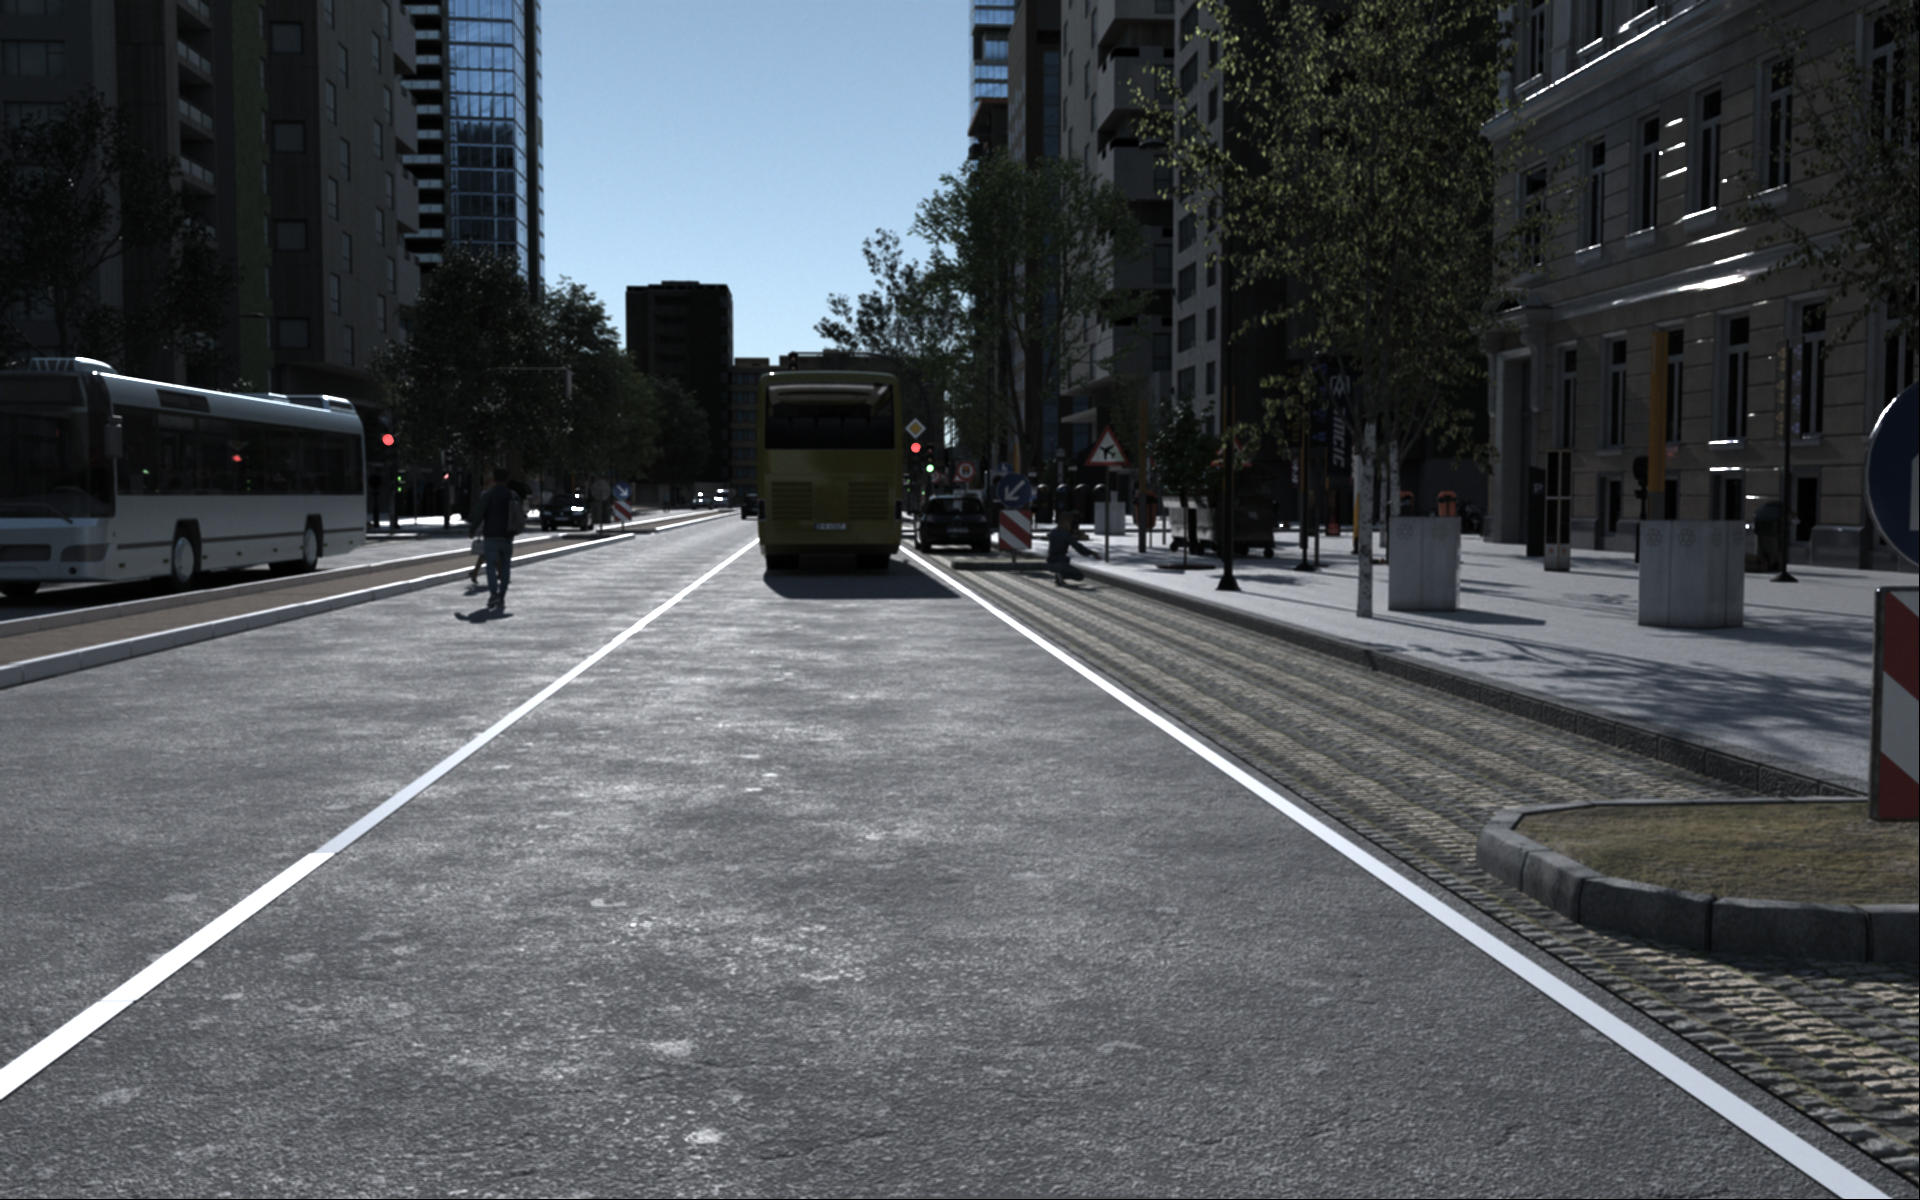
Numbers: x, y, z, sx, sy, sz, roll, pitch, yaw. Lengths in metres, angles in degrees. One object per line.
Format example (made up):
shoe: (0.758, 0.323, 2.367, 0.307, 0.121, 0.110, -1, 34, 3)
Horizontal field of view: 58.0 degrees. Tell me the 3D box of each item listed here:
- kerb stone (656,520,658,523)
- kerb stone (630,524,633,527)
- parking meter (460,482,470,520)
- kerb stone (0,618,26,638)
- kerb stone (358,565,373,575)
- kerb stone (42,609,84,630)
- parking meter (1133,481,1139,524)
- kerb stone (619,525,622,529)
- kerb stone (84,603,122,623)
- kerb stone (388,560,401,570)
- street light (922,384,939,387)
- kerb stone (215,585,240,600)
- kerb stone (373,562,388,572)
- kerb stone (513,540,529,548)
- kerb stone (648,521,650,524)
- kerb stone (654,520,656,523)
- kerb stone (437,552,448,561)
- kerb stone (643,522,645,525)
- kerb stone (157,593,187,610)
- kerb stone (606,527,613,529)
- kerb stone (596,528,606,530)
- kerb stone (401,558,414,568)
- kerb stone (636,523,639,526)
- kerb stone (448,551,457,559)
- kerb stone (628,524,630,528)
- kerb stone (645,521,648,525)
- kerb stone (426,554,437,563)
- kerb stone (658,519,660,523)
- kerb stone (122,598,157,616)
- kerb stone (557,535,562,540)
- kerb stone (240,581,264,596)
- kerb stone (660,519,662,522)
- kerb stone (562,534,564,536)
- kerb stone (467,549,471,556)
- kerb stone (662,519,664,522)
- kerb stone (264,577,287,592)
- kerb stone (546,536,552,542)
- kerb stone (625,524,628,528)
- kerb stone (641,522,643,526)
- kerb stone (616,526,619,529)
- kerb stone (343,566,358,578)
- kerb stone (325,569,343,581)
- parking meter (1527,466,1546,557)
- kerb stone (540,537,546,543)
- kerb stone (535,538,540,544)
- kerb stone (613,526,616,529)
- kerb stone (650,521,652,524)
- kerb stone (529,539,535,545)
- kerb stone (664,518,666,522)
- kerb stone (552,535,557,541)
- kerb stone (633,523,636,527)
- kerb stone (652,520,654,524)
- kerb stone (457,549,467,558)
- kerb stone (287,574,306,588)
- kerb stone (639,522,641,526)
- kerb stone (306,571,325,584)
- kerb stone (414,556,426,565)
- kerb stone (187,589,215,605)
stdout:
kerb stone: (-14.939, -3.807, 84.442, 0.120, 0.150, 1.000, 0, 4, -5)
kerb stone: (-14.045, -3.121, 73.216, 0.120, 0.150, 1.000, 0, 4, -5)
parking meter: (-24.803, -4.960, 86.806, 0.399, 1.863, 0.255, -3, 5, -40)
kerb stone: (-9.589, 0.287, 17.505, 0.120, 0.150, 1.000, 0, 4, -5)
kerb stone: (-10.660, -0.523, 30.774, 0.120, 0.150, 1.000, 0, 4, -5)
kerb stone: (-9.673, 0.227, 18.524, 0.120, 0.150, 1.000, 0, 4, -5)
parking meter: (7.644, -4.206, 74.477, 0.399, 1.863, 0.255, 2, 4, 27)
kerb stone: (-13.723, -2.871, 69.129, 0.120, 0.150, 1.000, 0, 4, -5)
kerb stone: (-9.757, 0.162, 19.548, 0.120, 0.150, 1.000, 0, 4, -5)
kerb stone: (-10.818, -0.650, 32.816, 0.120, 0.150, 1.000, 0, 4, -5)
street light: (-0.902, -6.166, 73.357, 1.470, 5.913, 1.316, 0, 4, -5)
kerb stone: (-10.086, -0.081, 23.633, 0.120, 0.150, 1.000, 0, 4, -5)
kerb stone: (-10.730, -0.575, 31.794, 0.120, 0.150, 1.000, 0, 4, -5)
kerb stone: (-11.951, -1.524, 47.112, 0.120, 0.150, 1.000, 0, 4, -5)
kerb stone: (-14.613, -3.557, 80.358, 0.120, 0.150, 1.000, 0, 4, -5)
kerb stone: (-14.852, -3.743, 83.424, 0.120, 0.150, 1.000, 0, 4, -5)
kerb stone: (-11.140, -0.899, 36.899, 0.120, 0.150, 1.000, 0, 4, -5)
kerb stone: (-14.450, -3.430, 78.313, 0.120, 0.150, 1.000, 0, 4, -5)
kerb stone: (-9.920, 0.039, 21.593, 0.120, 0.150, 1.000, 0, 4, -5)
kerb stone: (-13.468, -2.683, 66.069, 0.120, 0.150, 1.000, 0, 4, -5)
kerb stone: (-13.314, -2.558, 64.029, 0.120, 0.150, 1.000, 0, 4, -5)
kerb stone: (-10.894, -0.712, 33.838, 0.120, 0.150, 1.000, 0, 4, -5)
kerb stone: (-14.193, -3.245, 75.257, 0.120, 0.150, 1.000, 0, 4, -5)
kerb stone: (-11.225, -0.962, 37.920, 0.120, 0.150, 1.000, 0, 4, -5)
kerb stone: (-13.966, -3.058, 72.195, 0.120, 0.150, 1.000, 0, 4, -5)
kerb stone: (-14.534, -3.494, 79.333, 0.120, 0.150, 1.000, 0, 4, -5)
kerb stone: (-11.062, -0.837, 35.875, 0.120, 0.150, 1.000, 0, 4, -5)
kerb stone: (-15.018, -3.870, 85.464, 0.120, 0.150, 1.000, 0, 4, -5)
kerb stone: (-9.830, 0.099, 20.572, 0.120, 0.150, 1.000, 0, 4, -5)
kerb stone: (-12.443, -1.892, 53.236, 0.120, 0.150, 1.000, 0, 4, -5)
kerb stone: (-10.164, -0.150, 24.654, 0.120, 0.150, 1.000, 0, 4, -5)
kerb stone: (-15.095, -3.932, 86.484, 0.120, 0.150, 1.000, 0, 4, -5)
kerb stone: (-12.529, -1.962, 54.273, 0.120, 0.150, 1.000, 0, 4, -5)
kerb stone: (-11.387, -1.086, 39.958, 0.120, 0.150, 1.000, 0, 4, -5)
kerb stone: (-15.186, -3.994, 87.502, 0.120, 0.150, 1.000, 0, 4, -5)
kerb stone: (-10.239, -0.213, 25.675, 0.120, 0.150, 1.000, 0, 4, -5)
kerb stone: (-12.282, -1.769, 51.193, 0.120, 0.150, 1.000, 0, 4, -5)
kerb stone: (-13.878, -2.996, 71.174, 0.120, 0.150, 1.000, 0, 4, -5)
kerb stone: (-14.360, -3.370, 77.295, 0.120, 0.150, 1.000, 0, 4, -5)
kerb stone: (-13.638, -2.803, 68.109, 0.120, 0.150, 1.000, 0, 4, -5)
kerb stone: (-10.574, -0.462, 29.750, 0.120, 0.150, 1.000, 0, 4, -5)
kerb stone: (-10.487, -0.400, 28.732, 0.120, 0.150, 1.000, 0, 4, -5)
parking meter: (11.863, -1.826, 35.559, 0.399, 1.863, 0.255, 1, 4, 14)
kerb stone: (-12.198, -1.708, 50.175, 0.120, 0.150, 1.000, 0, 4, -5)
kerb stone: (-12.123, -1.647, 49.156, 0.120, 0.150, 1.000, 0, 4, -5)
kerb stone: (-13.556, -2.746, 67.087, 0.120, 0.150, 1.000, 0, 4, -5)
kerb stone: (-14.695, -3.620, 81.385, 0.120, 0.150, 1.000, 0, 4, -5)
kerb stone: (-12.036, -1.586, 48.131, 0.120, 0.150, 1.000, 0, 4, -5)
kerb stone: (-15.262, -4.057, 88.522, 0.120, 0.150, 1.000, 0, 4, -5)
kerb stone: (-12.368, -1.830, 52.217, 0.120, 0.150, 1.000, 0, 4, -5)
kerb stone: (-14.128, -3.183, 74.235, 0.120, 0.150, 1.000, 0, 4, -5)
kerb stone: (-14.778, -3.680, 82.404, 0.120, 0.150, 1.000, 0, 4, -5)
kerb stone: (-11.303, -1.022, 38.939, 0.120, 0.150, 1.000, 0, 4, -5)
kerb stone: (-10.325, -0.275, 26.693, 0.120, 0.150, 1.000, 0, 4, -5)
kerb stone: (-14.289, -3.308, 76.275, 0.120, 0.150, 1.000, 0, 4, -5)
kerb stone: (-10.403, -0.337, 27.712, 0.120, 0.150, 1.000, 0, 4, -5)
kerb stone: (-10.972, -0.772, 34.857, 0.120, 0.150, 1.000, 0, 4, -5)
kerb stone: (-10.000, -0.026, 22.613, 0.120, 0.150, 1.000, 0, 4, -5)
